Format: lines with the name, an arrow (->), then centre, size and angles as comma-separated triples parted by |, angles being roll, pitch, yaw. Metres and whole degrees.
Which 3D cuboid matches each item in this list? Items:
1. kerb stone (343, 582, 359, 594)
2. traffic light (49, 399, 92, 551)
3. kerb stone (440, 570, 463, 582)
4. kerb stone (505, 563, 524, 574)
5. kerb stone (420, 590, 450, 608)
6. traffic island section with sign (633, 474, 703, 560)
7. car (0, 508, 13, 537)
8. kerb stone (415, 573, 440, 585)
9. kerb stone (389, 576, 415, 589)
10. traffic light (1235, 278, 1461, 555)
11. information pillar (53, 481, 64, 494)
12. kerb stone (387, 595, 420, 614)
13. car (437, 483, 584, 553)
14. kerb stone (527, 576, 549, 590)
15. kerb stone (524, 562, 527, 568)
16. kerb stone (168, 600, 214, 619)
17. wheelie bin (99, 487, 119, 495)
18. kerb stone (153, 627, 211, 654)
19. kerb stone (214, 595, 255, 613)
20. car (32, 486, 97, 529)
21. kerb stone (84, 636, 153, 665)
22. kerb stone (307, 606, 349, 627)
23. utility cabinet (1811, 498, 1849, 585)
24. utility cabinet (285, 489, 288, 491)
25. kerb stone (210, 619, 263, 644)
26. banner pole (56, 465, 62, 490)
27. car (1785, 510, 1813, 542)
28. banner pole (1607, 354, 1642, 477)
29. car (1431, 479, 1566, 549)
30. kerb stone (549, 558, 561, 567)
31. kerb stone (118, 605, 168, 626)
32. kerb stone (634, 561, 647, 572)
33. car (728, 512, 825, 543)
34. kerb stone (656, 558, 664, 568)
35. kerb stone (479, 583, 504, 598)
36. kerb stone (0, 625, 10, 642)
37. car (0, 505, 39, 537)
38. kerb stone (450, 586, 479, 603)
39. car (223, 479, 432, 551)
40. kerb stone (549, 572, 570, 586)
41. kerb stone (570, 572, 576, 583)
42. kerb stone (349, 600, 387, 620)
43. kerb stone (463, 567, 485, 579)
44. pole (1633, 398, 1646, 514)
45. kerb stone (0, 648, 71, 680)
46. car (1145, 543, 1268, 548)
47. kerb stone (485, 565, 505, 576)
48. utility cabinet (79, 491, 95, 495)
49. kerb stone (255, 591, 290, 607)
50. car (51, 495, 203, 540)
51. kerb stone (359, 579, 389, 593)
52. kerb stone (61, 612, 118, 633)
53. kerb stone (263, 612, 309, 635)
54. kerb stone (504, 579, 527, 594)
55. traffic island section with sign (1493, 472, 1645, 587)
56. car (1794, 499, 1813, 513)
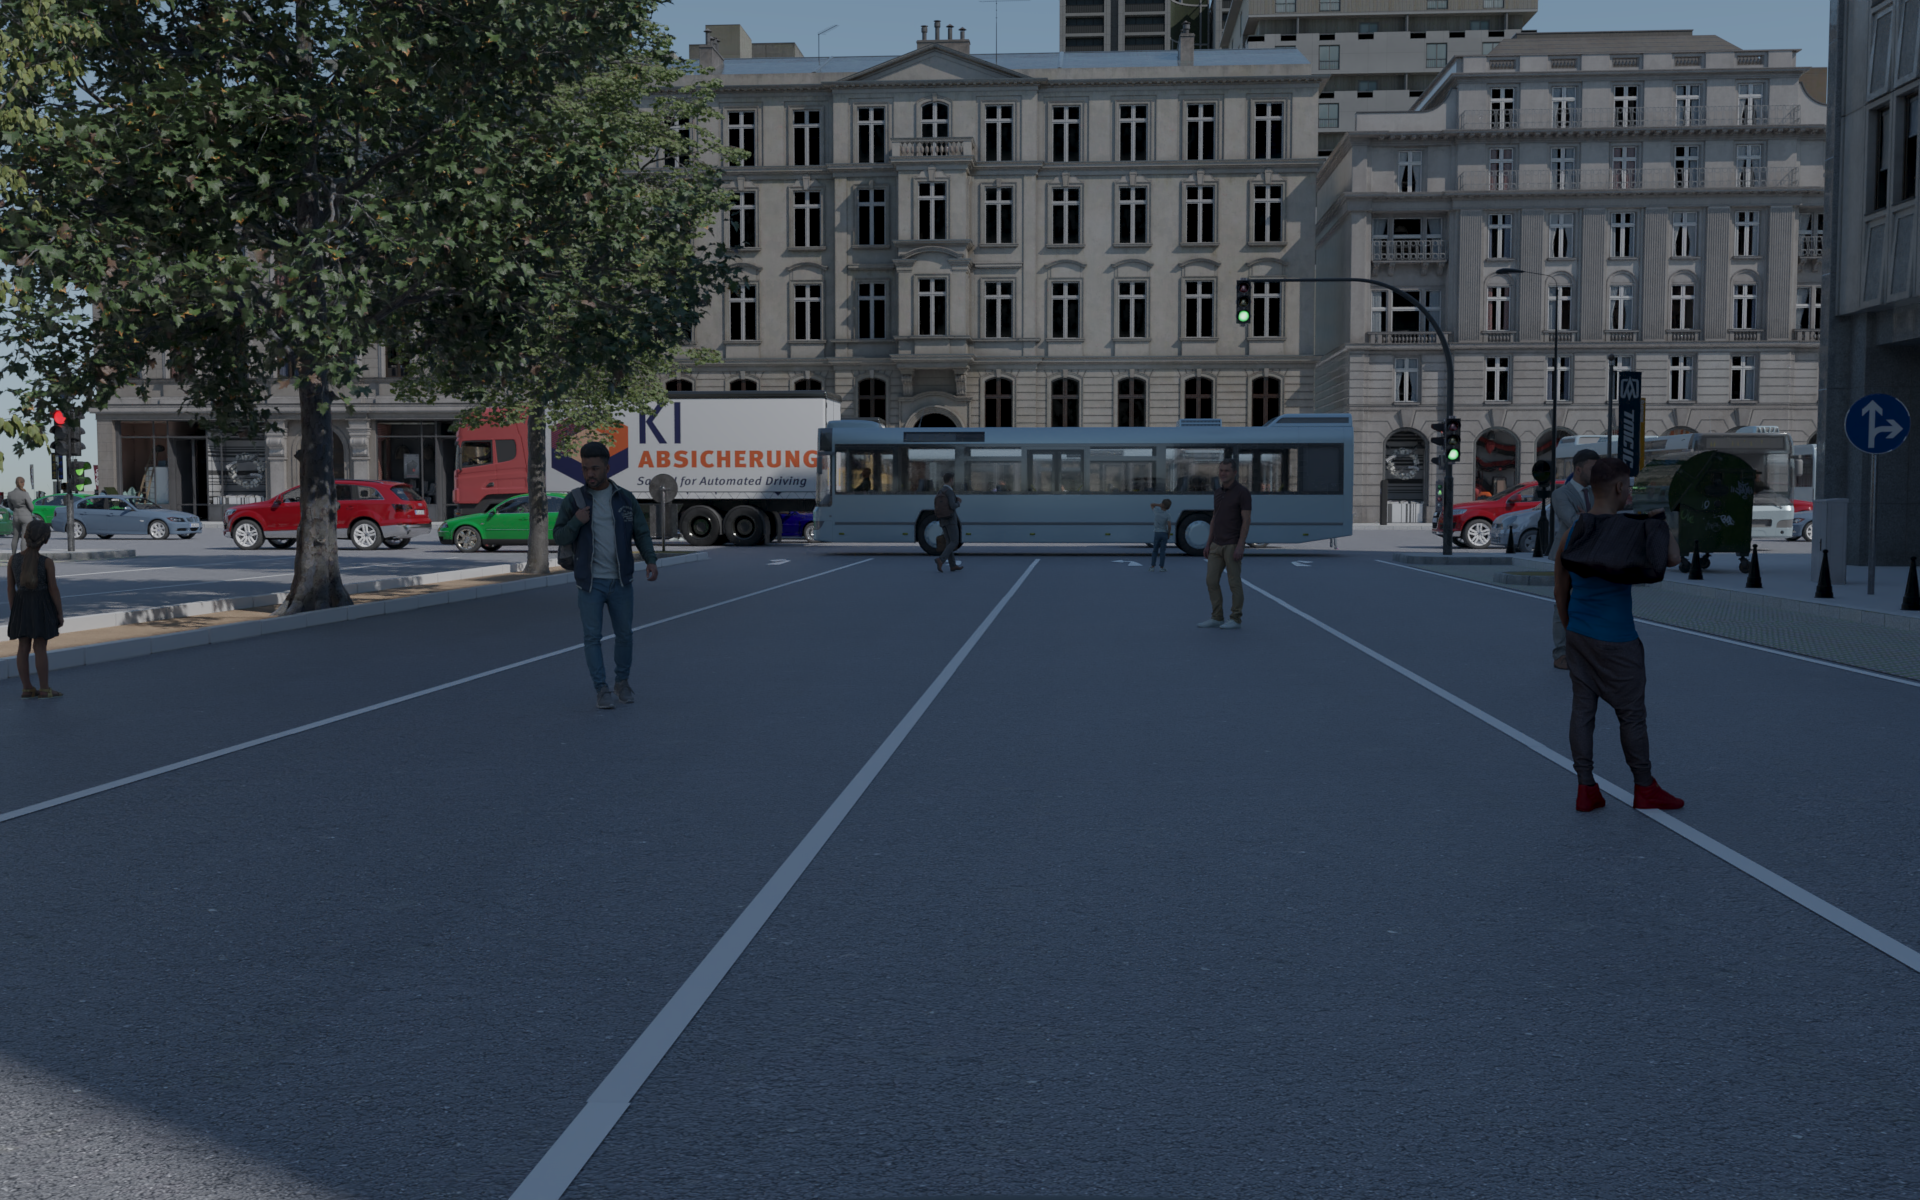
kerb stone -> -8.745, -0.129, 24.337 | 0.120, 0.150, 1.000 | 0, 4, 4
traffic light -> -19.875, -3.041, 38.647 | 0.839, 4.253, 0.868 | 0, 4, 4
kerb stone -> -8.439, -0.380, 28.440 | 0.120, 0.150, 1.000 | 0, 4, 4
kerb stone -> -8.211, -0.570, 31.520 | 0.120, 0.150, 1.000 | 0, 4, 4
kerb stone -> -6.806, 0.000, 22.197 | 0.120, 0.150, 1.000 | 0, 4, 4
traffic island section with sign -> -6.663, -1.829, 38.034 | 2.006, 1.907, 1.989 | 0, 4, 4
car -> -29.076, -2.239, 48.411 | 4.920, 1.459, 2.131 | 0, 4, 5
kerb stone -> -8.518, -0.316, 27.410 | 0.120, 0.150, 1.000 | 0, 4, 4
kerb stone -> -8.598, -0.256, 26.386 | 0.120, 0.150, 1.000 | 0, 4, 4
traffic light -> 8.162, -3.778, 36.436 | 4.771, 5.953, 1.251 | 0, 4, 4
information pillar -> -51.493, -5.767, 98.790 | 0.304, 2.012, 0.304 | 2, 4, 31
kerb stone -> -6.876, 0.067, 21.159 | 0.120, 0.150, 1.000 | 0, 4, 4
car -> -10.531, -2.079, 42.795 | 4.718, 1.807, 1.959 | 0, 4, 6
kerb stone -> -6.497, -0.250, 26.303 | 0.120, 0.150, 1.000 | 0, 4, 4
kerb stone -> -8.130, -0.626, 32.545 | 0.120, 0.150, 1.000 | 0, 4, 4
kerb stone -> -9.051, 0.122, 20.226 | 0.120, 0.150, 1.000 | 0, 4, 4
wheelie bin -> -38.176, -4.270, 77.718 | 0.693, 1.594, 0.980 | 1, 4, 18
kerb stone -> -7.263, 0.386, 16.021 | 0.120, 0.150, 1.000 | 0, 4, 4
kerb stone -> -8.981, 0.058, 21.253 | 0.120, 0.150, 1.000 | 0, 4, 4
car -> -33.576, -3.514, 66.249 | 4.718, 1.807, 1.959 | 0, 4, 2
kerb stone -> -7.336, 0.440, 14.996 | 0.120, 0.150, 1.000 | 0, 4, 4
kerb stone -> -7.038, 0.189, 19.111 | 0.120, 0.150, 1.000 | 0, 4, 4
utility cabinet -> 12.532, -0.846, 24.988 | 0.306, 1.237, 1.020 | 1, 4, 16
utility cabinet -> -29.674, -4.222, 77.700 | 1.173, 1.500, 0.318 | 1, 4, 14
kerb stone -> -7.184, 0.314, 17.061 | 0.120, 0.150, 1.000 | 0, 4, 4
banner pole -> -69.147, -8.741, 132.927 | 0.401, 3.779, 0.863 | 0, 4, 3
car -> 27.062, -2.475, 52.475 | 4.499, 1.417, 2.014 | 0, 4, 3
banner pole -> 11.846, -2.510, 31.062 | 0.863, 3.779, 0.401 | -1, 4, -14
car -> 15.196, -2.268, 45.748 | 5.304, 1.827, 2.281 | 0, 4, 5
kerb stone -> -7.981, -0.758, 34.603 | 0.120, 0.150, 1.000 | 0, 4, 4
kerb stone -> -9.130, 0.189, 19.203 | 0.120, 0.150, 1.000 | 0, 4, 4
kerb stone -> -6.041, -0.626, 32.472 | 0.120, 0.150, 1.000 | 0, 4, 4
car -> -5.398, -2.372, 51.364 | 3.894, 1.354, 1.945 | 0, 4, 3
kerb stone -> -5.960, -0.686, 33.507 | 0.120, 0.150, 1.000 | 0, 4, 4
kerb stone -> -6.648, -0.126, 24.253 | 0.120, 0.150, 1.000 | 0, 4, 4
kerb stone -> -9.283, 0.312, 17.153 | 0.120, 0.150, 1.000 | 0, 4, 4
car -> -32.772, -2.762, 56.959 | 4.920, 1.459, 2.131 | 0, 4, 6
kerb stone -> -6.726, -0.063, 23.225 | 0.120, 0.150, 1.000 | 0, 4, 4
car -> -16.468, -2.221, 44.982 | 5.304, 1.827, 2.281 | 0, 4, 6
kerb stone -> -6.413, -0.314, 27.337 | 0.120, 0.150, 1.000 | 0, 4, 4
kerb stone -> -6.337, -0.378, 28.374 | 0.120, 0.150, 1.000 | 0, 4, 4
kerb stone -> -6.958, 0.126, 20.135 | 0.120, 0.150, 1.000 | 0, 4, 4
kerb stone -> -8.362, -0.443, 29.468 | 0.120, 0.150, 1.000 | 0, 4, 4
pole -> 14.413, -2.625, 36.754 | 0.158, 3.312, 0.155 | 0, 3, 0
kerb stone -> -7.417, 0.503, 13.972 | 0.120, 0.150, 1.000 | 0, 4, 4
car -> 6.610, -2.320, 46.734 | 4.718, 1.807, 1.959 | 0, 4, 5
kerb stone -> -8.288, -0.508, 30.494 | 0.120, 0.150, 1.000 | 0, 4, 4
utility cabinet -> -62.180, -7.026, 123.556 | 1.173, 1.500, 0.318 | -2, 4, -24
kerb stone -> -8.897, 0.002, 22.281 | 0.120, 0.150, 1.000 | 0, 4, 4
car -> -26.382, -2.626, 54.935 | 4.499, 1.417, 2.014 | 0, 4, 6
kerb stone -> -8.664, -0.193, 25.361 | 0.120, 0.150, 1.000 | 0, 4, 4
kerb stone -> -9.205, 0.248, 18.178 | 0.120, 0.150, 1.000 | 0, 4, 4
kerb stone -> -7.111, 0.261, 18.087 | 0.120, 0.150, 1.000 | 0, 4, 4
kerb stone -> -6.572, -0.184, 25.277 | 0.120, 0.150, 1.000 | 0, 4, 4
traffic island section with sign -> 9.642, -1.163, 27.651 | 1.989, 1.847, 2.006 | 0, 4, 4
car -> 28.080, -3.255, 61.891 | 5.304, 1.827, 2.281 | 0, 4, 5
